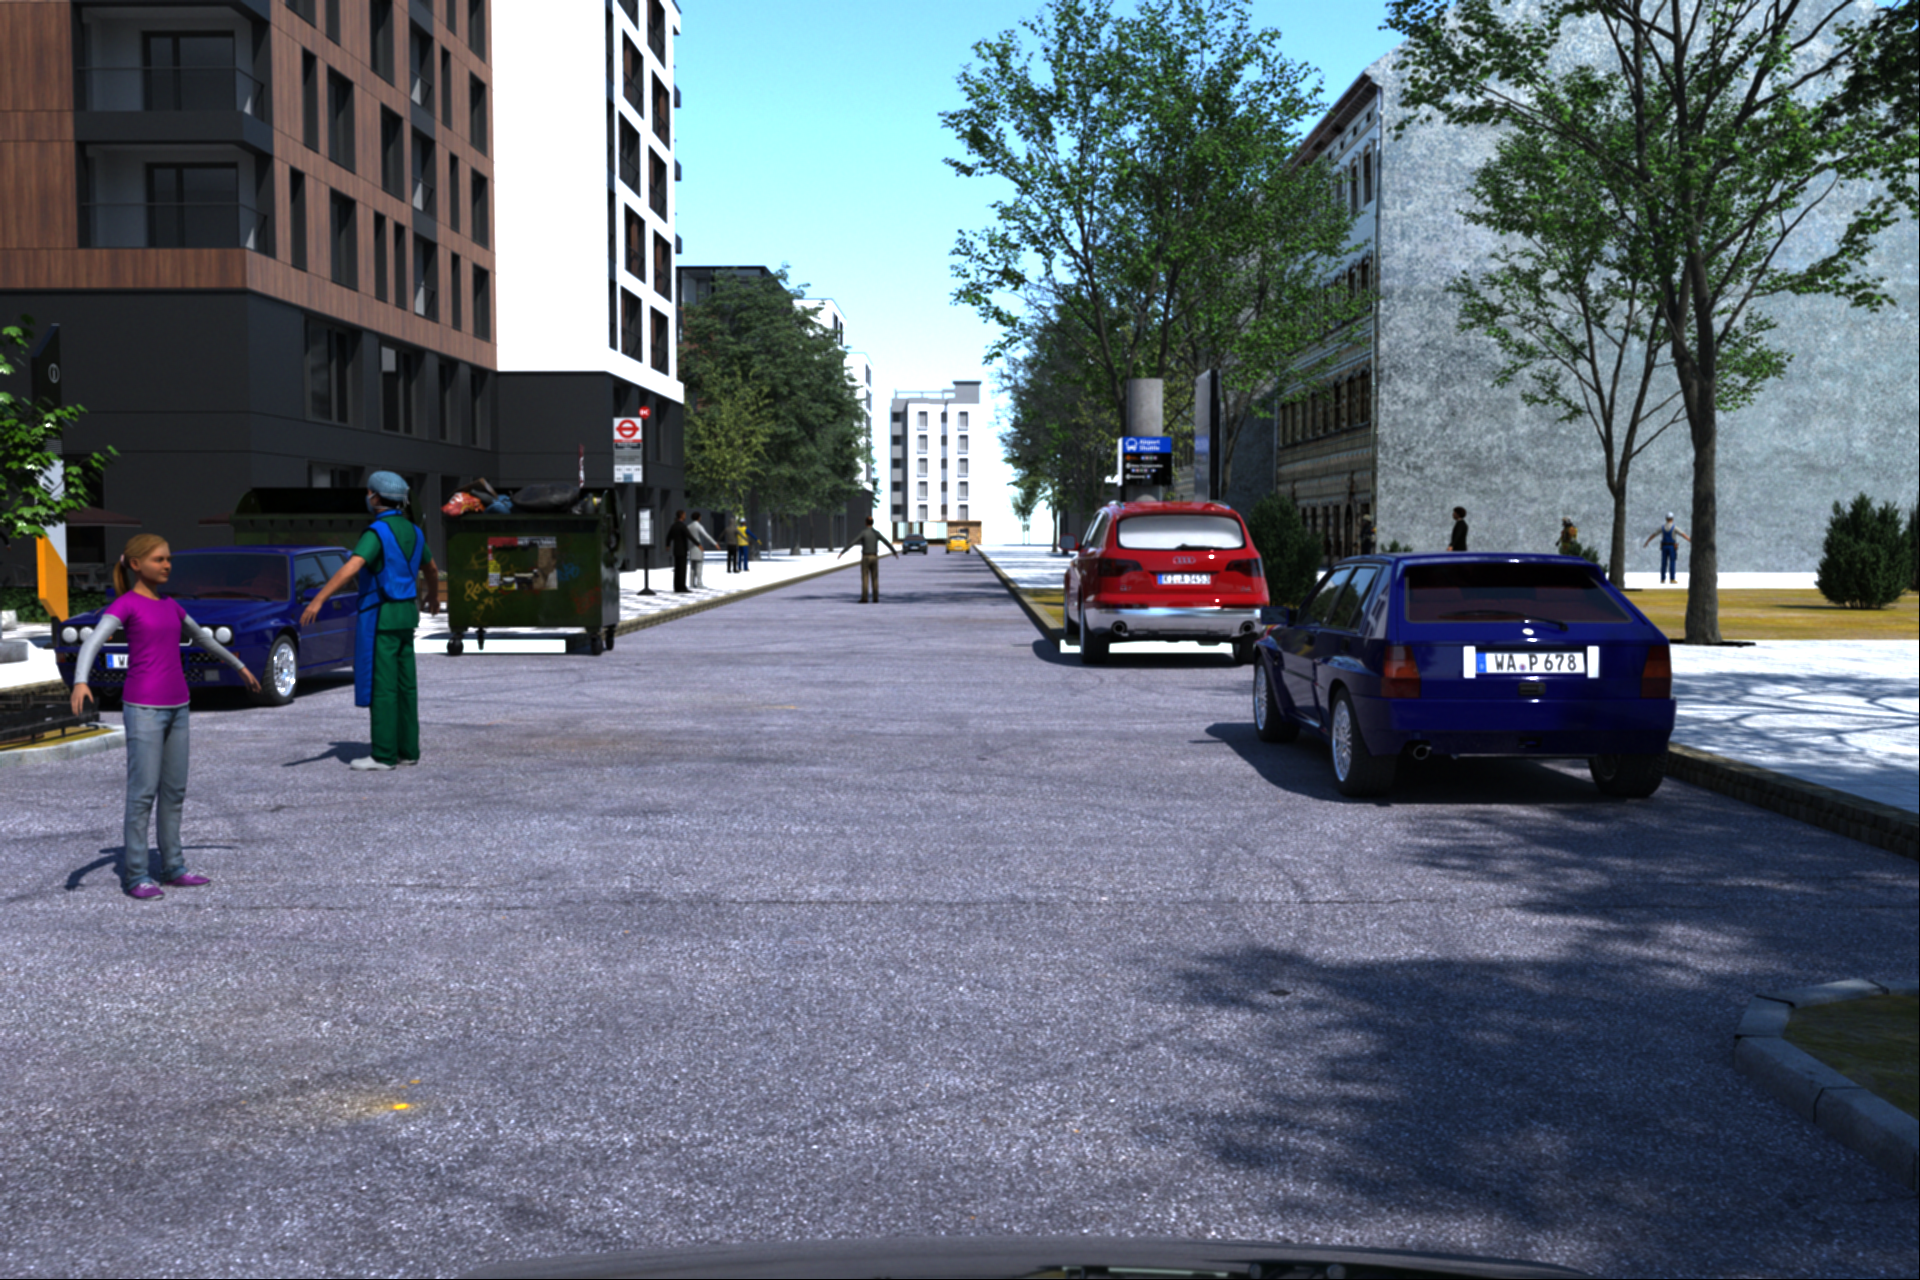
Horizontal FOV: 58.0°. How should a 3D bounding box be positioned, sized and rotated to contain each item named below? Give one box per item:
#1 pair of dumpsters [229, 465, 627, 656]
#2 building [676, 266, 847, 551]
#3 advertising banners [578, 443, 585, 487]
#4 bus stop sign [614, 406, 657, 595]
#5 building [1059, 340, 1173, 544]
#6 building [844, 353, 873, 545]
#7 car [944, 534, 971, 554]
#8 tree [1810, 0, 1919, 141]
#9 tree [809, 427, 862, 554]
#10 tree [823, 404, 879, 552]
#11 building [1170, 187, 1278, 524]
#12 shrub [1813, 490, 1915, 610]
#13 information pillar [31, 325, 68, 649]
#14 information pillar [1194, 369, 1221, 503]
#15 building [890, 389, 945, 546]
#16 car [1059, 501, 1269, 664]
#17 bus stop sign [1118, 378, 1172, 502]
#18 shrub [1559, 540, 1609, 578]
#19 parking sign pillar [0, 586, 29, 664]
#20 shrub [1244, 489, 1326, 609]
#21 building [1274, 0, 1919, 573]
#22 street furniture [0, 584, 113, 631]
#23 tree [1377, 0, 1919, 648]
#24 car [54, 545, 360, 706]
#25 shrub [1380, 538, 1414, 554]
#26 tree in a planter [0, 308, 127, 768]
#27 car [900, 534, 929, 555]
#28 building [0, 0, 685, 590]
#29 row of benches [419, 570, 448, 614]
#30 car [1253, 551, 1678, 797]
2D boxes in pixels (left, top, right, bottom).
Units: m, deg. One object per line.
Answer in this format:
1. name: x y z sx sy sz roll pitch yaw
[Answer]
1. pair of dumpsters: -6.319 -0.966 20.746 4.436 2.255 1.574 0 4 0
2. building: -25.025 -18.628 148.535 27.936 21.610 32.646 0 4 1
3. advertising banners: -7.281 -2.230 32.655 0.090 3.025 2.074 0 3 0
4. bus stop sign: -6.806 -2.910 36.281 0.855 3.939 0.416 0 4 -1
5. building: 24.731 -21.203 190.649 27.936 21.610 32.646 0 4 0
6. building: -24.598 -21.364 193.270 27.936 21.610 32.646 0 4 0
7. car: -0.168 -7.120 126.628 2.015 1.641 3.980 0 4 -1
8. tree: 8.101 -4.591 9.473 7.601 10.594 8.767 0 4 -5
9. tree: -9.913 -10.885 112.380 7.601 10.594 8.767 0 4 -3
10. tree: -9.241 -12.031 122.458 9.928 11.665 9.643 0 3 0
11. building: 21.722 -15.999 92.507 19.493 23.208 18.063 0 3 0
12. shrub: 15.419 -1.536 29.527 1.690 2.028 1.600 0 3 0
13. information pillar: -10.105 -1.706 19.240 0.183 3.616 0.504 0 4 0
14. information pillar: 3.626 -2.087 25.443 0.184 3.620 1.656 0 4 1
15. building: -8.439 -21.939 217.581 11.380 20.090 16.016 0 4 4
16. car: 2.350 -0.733 20.656 2.281 1.827 5.304 0 4 0
17. bus stop sign: 3.149 -2.482 29.590 0.837 3.901 0.837 0 3 0
18. shrub: 9.930 -1.025 27.868 1.383 1.207 1.383 0 3 0
19. parking sign pillar: -10.136 -1.758 17.210 1.447 3.967 1.447 0 3 0
20. shrub: 5.226 -1.482 28.651 1.690 2.028 1.600 0 3 0
21. building: 22.904 -14.350 65.552 19.493 23.208 18.063 0 3 0
22. street furniture: -14.528 -0.512 23.997 5.734 0.657 10.072 1 4 8
23. tree: 8.460 -5.754 19.826 9.928 11.665 9.643 0 3 0
24. car: -6.471 -0.186 15.620 1.945 1.354 3.894 0 4 0
25. shrub: 8.337 -1.344 33.094 1.383 1.207 1.383 0 3 0
26. tree in a planter: -6.634 -0.863 11.330 1.991 3.239 1.994 0 4 1
27. car: -3.168 -6.857 121.903 2.009 1.686 4.222 0 4 0
28. building: -25.103 -12.738 52.235 27.936 21.610 32.646 0 4 1
29. row of benches: -9.099 -0.862 29.562 1.422 0.672 4.104 -2 4 -28
30. car: 2.930 0.110 10.788 1.945 1.354 3.894 0 4 0
